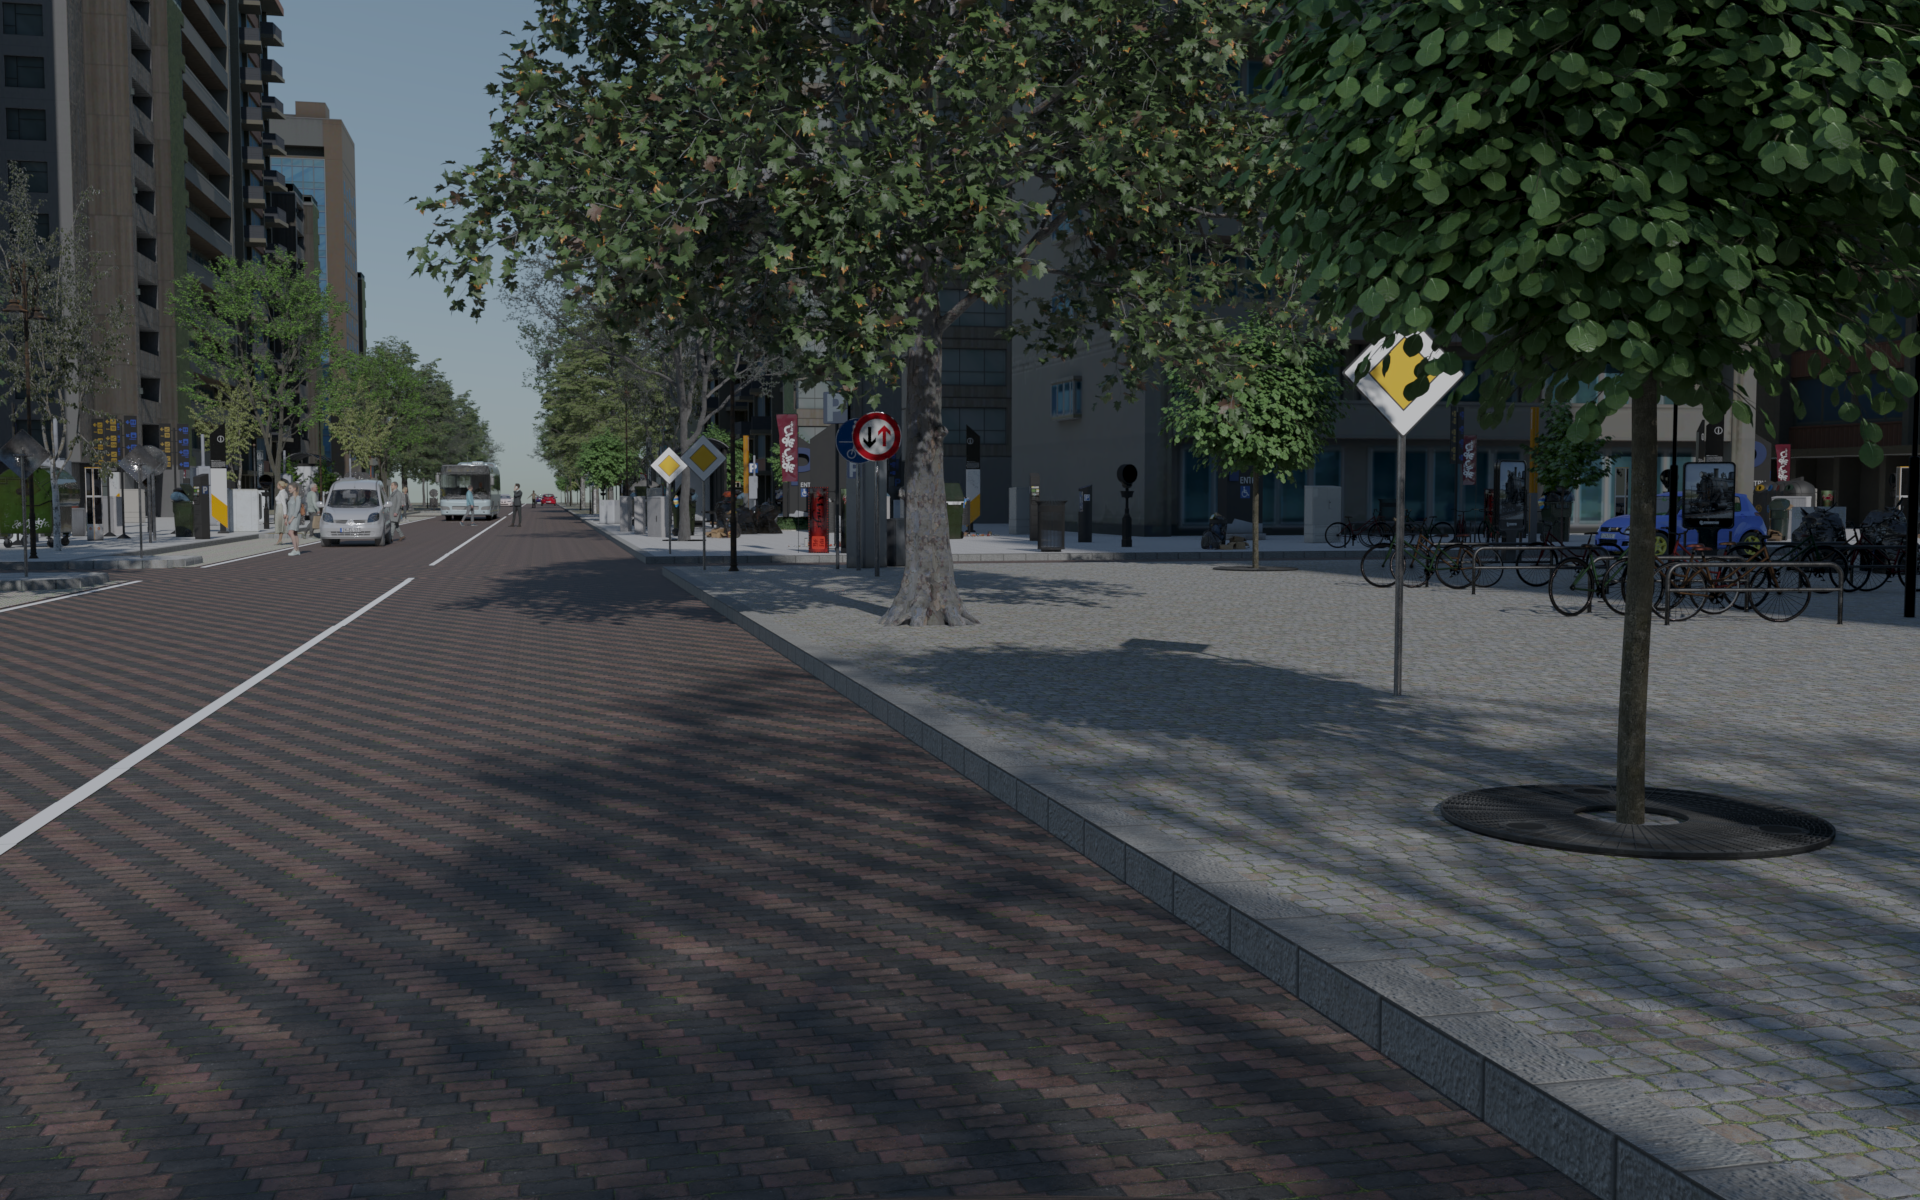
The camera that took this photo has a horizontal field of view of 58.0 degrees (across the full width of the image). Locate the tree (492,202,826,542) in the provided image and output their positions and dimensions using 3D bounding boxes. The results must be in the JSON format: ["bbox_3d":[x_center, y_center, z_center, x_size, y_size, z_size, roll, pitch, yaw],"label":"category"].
[{"bbox_3d":[-7.371,-8.348,46.853,12.009,13.543,11.850,0,3,0],"label":"tree"}]

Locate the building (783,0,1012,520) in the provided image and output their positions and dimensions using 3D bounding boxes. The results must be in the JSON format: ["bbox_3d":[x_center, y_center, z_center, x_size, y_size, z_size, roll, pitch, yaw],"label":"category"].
[{"bbox_3d":[-3.747,-25.611,102.333,14.154,41.232,14.086,-1,4,-14],"label":"building"}]

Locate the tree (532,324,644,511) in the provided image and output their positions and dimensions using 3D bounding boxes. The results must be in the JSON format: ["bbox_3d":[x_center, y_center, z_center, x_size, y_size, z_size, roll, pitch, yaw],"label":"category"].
[{"bbox_3d":[-27.415,-13.689,130.466,9.857,13.997,8.962,0,3,0],"label":"tree"}]

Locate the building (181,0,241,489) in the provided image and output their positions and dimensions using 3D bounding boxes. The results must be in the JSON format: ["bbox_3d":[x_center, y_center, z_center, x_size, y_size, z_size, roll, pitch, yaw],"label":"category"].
[{"bbox_3d":[-60.159,-29.856,111.847,21.300,48.544,21.600,-1,4,-14],"label":"building"}]

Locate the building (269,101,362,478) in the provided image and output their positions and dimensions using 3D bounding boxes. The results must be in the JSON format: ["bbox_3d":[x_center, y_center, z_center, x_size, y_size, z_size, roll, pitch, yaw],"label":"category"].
[{"bbox_3d":[-77.834,-33.695,201.016,14.600,45.320,14.200,-1,4,-14],"label":"building"}]

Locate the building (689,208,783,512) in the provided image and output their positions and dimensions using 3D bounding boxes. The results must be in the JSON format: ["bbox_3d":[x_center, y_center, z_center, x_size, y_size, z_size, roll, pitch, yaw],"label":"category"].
[{"bbox_3d":[-14.075,-31.146,163.857,22.147,44.769,28.867,-1,4,-14],"label":"building"}]

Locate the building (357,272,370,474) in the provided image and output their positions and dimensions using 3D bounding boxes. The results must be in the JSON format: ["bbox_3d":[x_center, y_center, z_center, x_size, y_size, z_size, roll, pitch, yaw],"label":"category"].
[{"bbox_3d":[-81.586,-27.119,215.098,14.160,30.474,14.107,-1,4,-14],"label":"building"}]

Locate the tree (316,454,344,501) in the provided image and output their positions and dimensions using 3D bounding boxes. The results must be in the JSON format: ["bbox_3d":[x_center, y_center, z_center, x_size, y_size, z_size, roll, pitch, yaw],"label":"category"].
[{"bbox_3d":[-30.567,-5.428,83.357,1.663,3.219,1.824,0,3,0],"label":"tree"}]

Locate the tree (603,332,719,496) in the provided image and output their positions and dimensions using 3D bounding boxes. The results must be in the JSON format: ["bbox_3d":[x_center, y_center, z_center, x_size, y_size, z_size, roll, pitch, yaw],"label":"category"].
[{"bbox_3d":[-9.723,-6.539,57.275,4.360,8.622,3.978,0,3,0],"label":"tree"}]

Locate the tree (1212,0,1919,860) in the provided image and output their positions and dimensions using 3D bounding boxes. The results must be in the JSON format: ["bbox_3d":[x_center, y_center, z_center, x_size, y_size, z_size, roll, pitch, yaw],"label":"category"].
[{"bbox_3d":[2.625,-1.396,6.547,4.285,4.588,4.351,0,3,0],"label":"tree"}]

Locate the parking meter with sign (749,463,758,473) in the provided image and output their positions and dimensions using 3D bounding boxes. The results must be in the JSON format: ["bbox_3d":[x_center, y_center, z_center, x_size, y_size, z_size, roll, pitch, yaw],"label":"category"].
[{"bbox_3d":[-11.728,-6.139,96.626,0.543,3.016,1.738,0,4,7],"label":"parking meter with sign"}]

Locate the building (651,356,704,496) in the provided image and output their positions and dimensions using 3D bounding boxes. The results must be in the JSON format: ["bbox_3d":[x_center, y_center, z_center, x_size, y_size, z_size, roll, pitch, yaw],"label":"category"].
[{"bbox_3d":[-27.488,-23.789,233.982,27.650,21.520,28.899,-1,4,-14],"label":"building"}]

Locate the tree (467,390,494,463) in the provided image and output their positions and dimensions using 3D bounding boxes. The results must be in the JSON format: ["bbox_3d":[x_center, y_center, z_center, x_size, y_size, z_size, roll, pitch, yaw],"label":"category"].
[{"bbox_3d":[-54.354,-16.813,181.543,9.857,13.997,8.962,0,3,0],"label":"tree"}]

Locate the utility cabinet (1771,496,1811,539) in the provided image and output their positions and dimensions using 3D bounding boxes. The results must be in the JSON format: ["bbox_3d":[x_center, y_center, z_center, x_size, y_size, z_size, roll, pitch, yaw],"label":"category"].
[{"bbox_3d":[23.669,-2.336,49.357,0.306,1.237,1.020,-3,4,-36],"label":"utility cabinet"}]

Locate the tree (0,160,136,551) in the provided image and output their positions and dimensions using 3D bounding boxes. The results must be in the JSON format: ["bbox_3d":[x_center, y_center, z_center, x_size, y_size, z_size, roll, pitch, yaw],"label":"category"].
[{"bbox_3d":[-20.204,-5.387,38.433,4.360,8.622,3.978,0,3,0],"label":"tree"}]

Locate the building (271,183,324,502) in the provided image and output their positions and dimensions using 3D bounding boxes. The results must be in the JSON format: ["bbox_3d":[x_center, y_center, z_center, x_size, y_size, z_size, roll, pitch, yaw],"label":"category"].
[{"bbox_3d":[-66.787,-23.681,158.890,14.160,30.474,14.107,-1,4,-14],"label":"building"}]

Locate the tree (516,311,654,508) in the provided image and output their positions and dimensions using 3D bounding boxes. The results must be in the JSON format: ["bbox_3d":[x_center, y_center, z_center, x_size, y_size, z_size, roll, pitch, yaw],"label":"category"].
[{"bbox_3d":[-33.588,-18.310,155.264,12.611,20.169,13.585,0,3,0],"label":"tree"}]

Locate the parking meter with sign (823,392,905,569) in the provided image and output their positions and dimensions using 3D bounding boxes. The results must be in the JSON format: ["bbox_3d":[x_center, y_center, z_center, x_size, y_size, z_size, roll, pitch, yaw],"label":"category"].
[{"bbox_3d":[-1.599,-2.072,30.137,0.543,3.016,1.738,3,4,36],"label":"parking meter with sign"}]

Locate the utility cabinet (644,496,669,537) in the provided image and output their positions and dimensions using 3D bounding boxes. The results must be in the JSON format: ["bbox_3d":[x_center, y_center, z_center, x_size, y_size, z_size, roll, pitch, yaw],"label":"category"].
[{"bbox_3d":[-8.991,-2.474,51.603,0.306,1.237,1.020,-2,4,-33],"label":"utility cabinet"}]

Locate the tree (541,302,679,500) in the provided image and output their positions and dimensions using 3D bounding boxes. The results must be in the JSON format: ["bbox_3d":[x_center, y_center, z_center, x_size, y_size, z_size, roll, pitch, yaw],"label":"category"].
[{"bbox_3d":[-17.952,-10.534,90.353,7.486,12.596,7.792,0,3,0],"label":"tree"}]

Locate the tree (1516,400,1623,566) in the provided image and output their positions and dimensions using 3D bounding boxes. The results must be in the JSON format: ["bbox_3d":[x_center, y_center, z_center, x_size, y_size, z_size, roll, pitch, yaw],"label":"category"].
[{"bbox_3d":[10.376,-2.151,29.775,1.663,3.219,1.824,0,3,0],"label":"tree"}]

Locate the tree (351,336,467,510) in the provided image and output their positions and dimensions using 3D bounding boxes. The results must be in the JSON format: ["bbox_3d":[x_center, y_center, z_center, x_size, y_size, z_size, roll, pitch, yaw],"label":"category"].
[{"bbox_3d":[-44.392,-14.172,138.368,9.857,13.997,8.962,0,3,0],"label":"tree"}]

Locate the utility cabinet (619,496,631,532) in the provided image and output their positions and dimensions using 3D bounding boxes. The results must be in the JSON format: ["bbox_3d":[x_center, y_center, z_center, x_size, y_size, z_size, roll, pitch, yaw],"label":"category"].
[{"bbox_3d":[-11.516,-2.971,59.739,0.306,1.237,1.020,0,4,-4],"label":"utility cabinet"}]

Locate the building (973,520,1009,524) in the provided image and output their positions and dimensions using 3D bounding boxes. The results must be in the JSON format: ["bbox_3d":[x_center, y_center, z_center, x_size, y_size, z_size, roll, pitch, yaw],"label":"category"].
[{"bbox_3d":[4.216,-24.341,81.575,14.154,41.232,14.086,-1,4,-14],"label":"building"}]

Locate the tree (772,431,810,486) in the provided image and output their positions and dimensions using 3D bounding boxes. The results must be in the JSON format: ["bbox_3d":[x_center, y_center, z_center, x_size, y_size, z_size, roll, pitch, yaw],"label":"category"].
[{"bbox_3d":[-8.582,-6.569,91.125,4.285,4.588,4.351,0,3,0],"label":"tree"}]

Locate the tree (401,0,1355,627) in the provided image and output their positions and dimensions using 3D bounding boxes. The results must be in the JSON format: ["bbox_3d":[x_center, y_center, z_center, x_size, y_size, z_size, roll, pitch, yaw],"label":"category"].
[{"bbox_3d":[-0.436,-6.102,16.780,9.611,12.733,9.660,0,3,0],"label":"tree"}]

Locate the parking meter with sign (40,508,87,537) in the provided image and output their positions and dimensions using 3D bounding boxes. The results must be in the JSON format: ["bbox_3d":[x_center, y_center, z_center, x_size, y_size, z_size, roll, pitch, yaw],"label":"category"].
[{"bbox_3d":[-27.309,-3.416,52.118,1.738,3.016,0.543,-1,4,-18],"label":"parking meter with sign"}]

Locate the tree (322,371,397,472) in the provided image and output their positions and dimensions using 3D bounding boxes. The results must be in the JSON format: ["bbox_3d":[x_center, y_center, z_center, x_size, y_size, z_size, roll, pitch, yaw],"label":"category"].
[{"bbox_3d":[-36.469,-9.428,104.518,4.737,8.622,4.395,0,3,0],"label":"tree"}]

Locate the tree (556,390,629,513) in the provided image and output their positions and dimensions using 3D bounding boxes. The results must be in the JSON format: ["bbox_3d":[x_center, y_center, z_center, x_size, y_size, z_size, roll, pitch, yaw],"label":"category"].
[{"bbox_3d":[-24.005,-10.059,114.834,4.737,8.622,4.395,0,3,0],"label":"tree"}]

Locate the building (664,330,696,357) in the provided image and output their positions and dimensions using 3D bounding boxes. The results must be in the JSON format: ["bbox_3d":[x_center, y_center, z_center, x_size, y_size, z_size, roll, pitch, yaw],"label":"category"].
[{"bbox_3d":[-31.593,-34.722,259.578,32.217,40.220,23.993,-1,4,-14],"label":"building"}]

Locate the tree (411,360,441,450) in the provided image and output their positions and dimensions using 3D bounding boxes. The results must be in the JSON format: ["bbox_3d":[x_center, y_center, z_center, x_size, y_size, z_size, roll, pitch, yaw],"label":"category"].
[{"bbox_3d":[-40.786,-12.012,122.147,9.928,11.665,9.643,0,3,0],"label":"tree"}]

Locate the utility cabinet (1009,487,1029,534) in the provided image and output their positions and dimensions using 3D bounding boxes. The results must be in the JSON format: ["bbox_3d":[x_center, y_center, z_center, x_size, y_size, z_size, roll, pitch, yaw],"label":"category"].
[{"bbox_3d":[2.000,-2.840,55.109,0.318,1.500,1.173,3,4,36],"label":"utility cabinet"}]

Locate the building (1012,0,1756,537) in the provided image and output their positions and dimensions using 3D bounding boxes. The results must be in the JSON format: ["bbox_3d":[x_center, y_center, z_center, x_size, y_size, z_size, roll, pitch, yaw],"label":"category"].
[{"bbox_3d":[13.204,-26.870,63.033,21.600,48.544,21.300,-1,4,-14],"label":"building"}]

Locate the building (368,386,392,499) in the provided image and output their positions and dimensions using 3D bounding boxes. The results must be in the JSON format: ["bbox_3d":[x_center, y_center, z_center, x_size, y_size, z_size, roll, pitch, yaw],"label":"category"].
[{"bbox_3d":[-92.968,-23.848,234.948,27.650,21.520,28.899,-1,4,-14],"label":"building"}]

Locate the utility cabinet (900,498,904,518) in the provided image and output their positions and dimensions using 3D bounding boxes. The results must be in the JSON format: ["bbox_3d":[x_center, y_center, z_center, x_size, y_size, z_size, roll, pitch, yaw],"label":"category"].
[{"bbox_3d":[-1.741,-3.576,67.143,1.173,1.500,0.318,-2,4,-30],"label":"utility cabinet"}]

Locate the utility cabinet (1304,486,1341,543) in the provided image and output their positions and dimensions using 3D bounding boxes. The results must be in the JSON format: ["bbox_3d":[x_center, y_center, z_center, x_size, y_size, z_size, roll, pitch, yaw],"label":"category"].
[{"bbox_3d":[9.548,-2.255,45.541,1.173,1.500,0.318,-3,5,-40],"label":"utility cabinet"}]

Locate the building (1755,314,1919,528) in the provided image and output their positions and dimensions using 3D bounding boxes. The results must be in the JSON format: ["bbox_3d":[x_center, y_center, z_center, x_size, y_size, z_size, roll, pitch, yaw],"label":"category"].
[{"bbox_3d":[46.037,-25.329,68.753,28.867,44.769,22.147,-1,4,-14],"label":"building"}]

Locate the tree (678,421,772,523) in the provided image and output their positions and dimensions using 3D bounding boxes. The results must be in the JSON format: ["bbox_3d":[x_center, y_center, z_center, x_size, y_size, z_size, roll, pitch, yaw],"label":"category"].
[{"bbox_3d":[-11.084,-5.789,78.363,4.285,4.588,4.351,0,3,0],"label":"tree"}]

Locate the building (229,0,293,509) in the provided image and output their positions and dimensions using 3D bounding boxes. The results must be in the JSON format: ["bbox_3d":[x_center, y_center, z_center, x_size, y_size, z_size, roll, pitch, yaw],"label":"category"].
[{"bbox_3d":[-65.749,-29.481,136.639,22.147,44.769,28.867,-1,4,-14],"label":"building"}]

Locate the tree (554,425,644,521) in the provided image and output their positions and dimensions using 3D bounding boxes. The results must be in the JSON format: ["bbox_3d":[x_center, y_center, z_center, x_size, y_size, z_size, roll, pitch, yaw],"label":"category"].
[{"bbox_3d":[-16.742,-6.009,81.966,4.285,4.588,4.351,0,3,0],"label":"tree"}]

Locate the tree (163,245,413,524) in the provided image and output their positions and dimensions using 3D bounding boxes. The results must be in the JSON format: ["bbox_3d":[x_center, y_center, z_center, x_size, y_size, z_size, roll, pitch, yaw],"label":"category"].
[{"bbox_3d":[-29.236,-9.042,73.585,9.928,11.665,9.643,0,3,0],"label":"tree"}]

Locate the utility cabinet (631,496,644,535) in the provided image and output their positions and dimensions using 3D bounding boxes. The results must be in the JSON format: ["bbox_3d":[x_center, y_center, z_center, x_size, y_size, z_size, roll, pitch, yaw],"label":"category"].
[{"bbox_3d":[-10.230,-2.701,55.324,0.306,1.237,1.020,0,4,-6],"label":"utility cabinet"}]

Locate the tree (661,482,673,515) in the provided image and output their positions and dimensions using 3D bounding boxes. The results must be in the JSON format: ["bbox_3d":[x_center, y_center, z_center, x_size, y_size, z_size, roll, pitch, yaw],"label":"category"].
[{"bbox_3d":[-17.053,-6.761,105.136,1.663,3.219,1.824,0,3,0],"label":"tree"}]

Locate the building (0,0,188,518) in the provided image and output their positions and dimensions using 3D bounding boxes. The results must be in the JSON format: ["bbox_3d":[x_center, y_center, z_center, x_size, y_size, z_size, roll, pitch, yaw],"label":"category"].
[{"bbox_3d":[-49.314,-19.524,90.923,14.160,30.474,14.107,-1,4,-14],"label":"building"}]

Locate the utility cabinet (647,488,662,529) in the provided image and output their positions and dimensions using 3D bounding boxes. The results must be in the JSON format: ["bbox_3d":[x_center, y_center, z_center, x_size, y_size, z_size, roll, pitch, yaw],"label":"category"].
[{"bbox_3d":[-10.919,-3.249,61.800,0.318,1.500,1.173,-1,4,-22],"label":"utility cabinet"}]

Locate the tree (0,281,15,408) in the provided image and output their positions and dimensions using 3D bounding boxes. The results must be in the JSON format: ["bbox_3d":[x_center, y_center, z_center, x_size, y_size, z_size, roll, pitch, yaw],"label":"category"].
[{"bbox_3d":[-15.360,-6.218,18.673,9.611,12.733,9.660,0,3,0],"label":"tree"}]

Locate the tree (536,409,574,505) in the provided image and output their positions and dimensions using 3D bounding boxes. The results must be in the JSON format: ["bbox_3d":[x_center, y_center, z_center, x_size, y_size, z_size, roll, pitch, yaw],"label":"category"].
[{"bbox_3d":[-44.584,-16.617,197.444,9.928,11.665,9.643,0,3,0],"label":"tree"}]
